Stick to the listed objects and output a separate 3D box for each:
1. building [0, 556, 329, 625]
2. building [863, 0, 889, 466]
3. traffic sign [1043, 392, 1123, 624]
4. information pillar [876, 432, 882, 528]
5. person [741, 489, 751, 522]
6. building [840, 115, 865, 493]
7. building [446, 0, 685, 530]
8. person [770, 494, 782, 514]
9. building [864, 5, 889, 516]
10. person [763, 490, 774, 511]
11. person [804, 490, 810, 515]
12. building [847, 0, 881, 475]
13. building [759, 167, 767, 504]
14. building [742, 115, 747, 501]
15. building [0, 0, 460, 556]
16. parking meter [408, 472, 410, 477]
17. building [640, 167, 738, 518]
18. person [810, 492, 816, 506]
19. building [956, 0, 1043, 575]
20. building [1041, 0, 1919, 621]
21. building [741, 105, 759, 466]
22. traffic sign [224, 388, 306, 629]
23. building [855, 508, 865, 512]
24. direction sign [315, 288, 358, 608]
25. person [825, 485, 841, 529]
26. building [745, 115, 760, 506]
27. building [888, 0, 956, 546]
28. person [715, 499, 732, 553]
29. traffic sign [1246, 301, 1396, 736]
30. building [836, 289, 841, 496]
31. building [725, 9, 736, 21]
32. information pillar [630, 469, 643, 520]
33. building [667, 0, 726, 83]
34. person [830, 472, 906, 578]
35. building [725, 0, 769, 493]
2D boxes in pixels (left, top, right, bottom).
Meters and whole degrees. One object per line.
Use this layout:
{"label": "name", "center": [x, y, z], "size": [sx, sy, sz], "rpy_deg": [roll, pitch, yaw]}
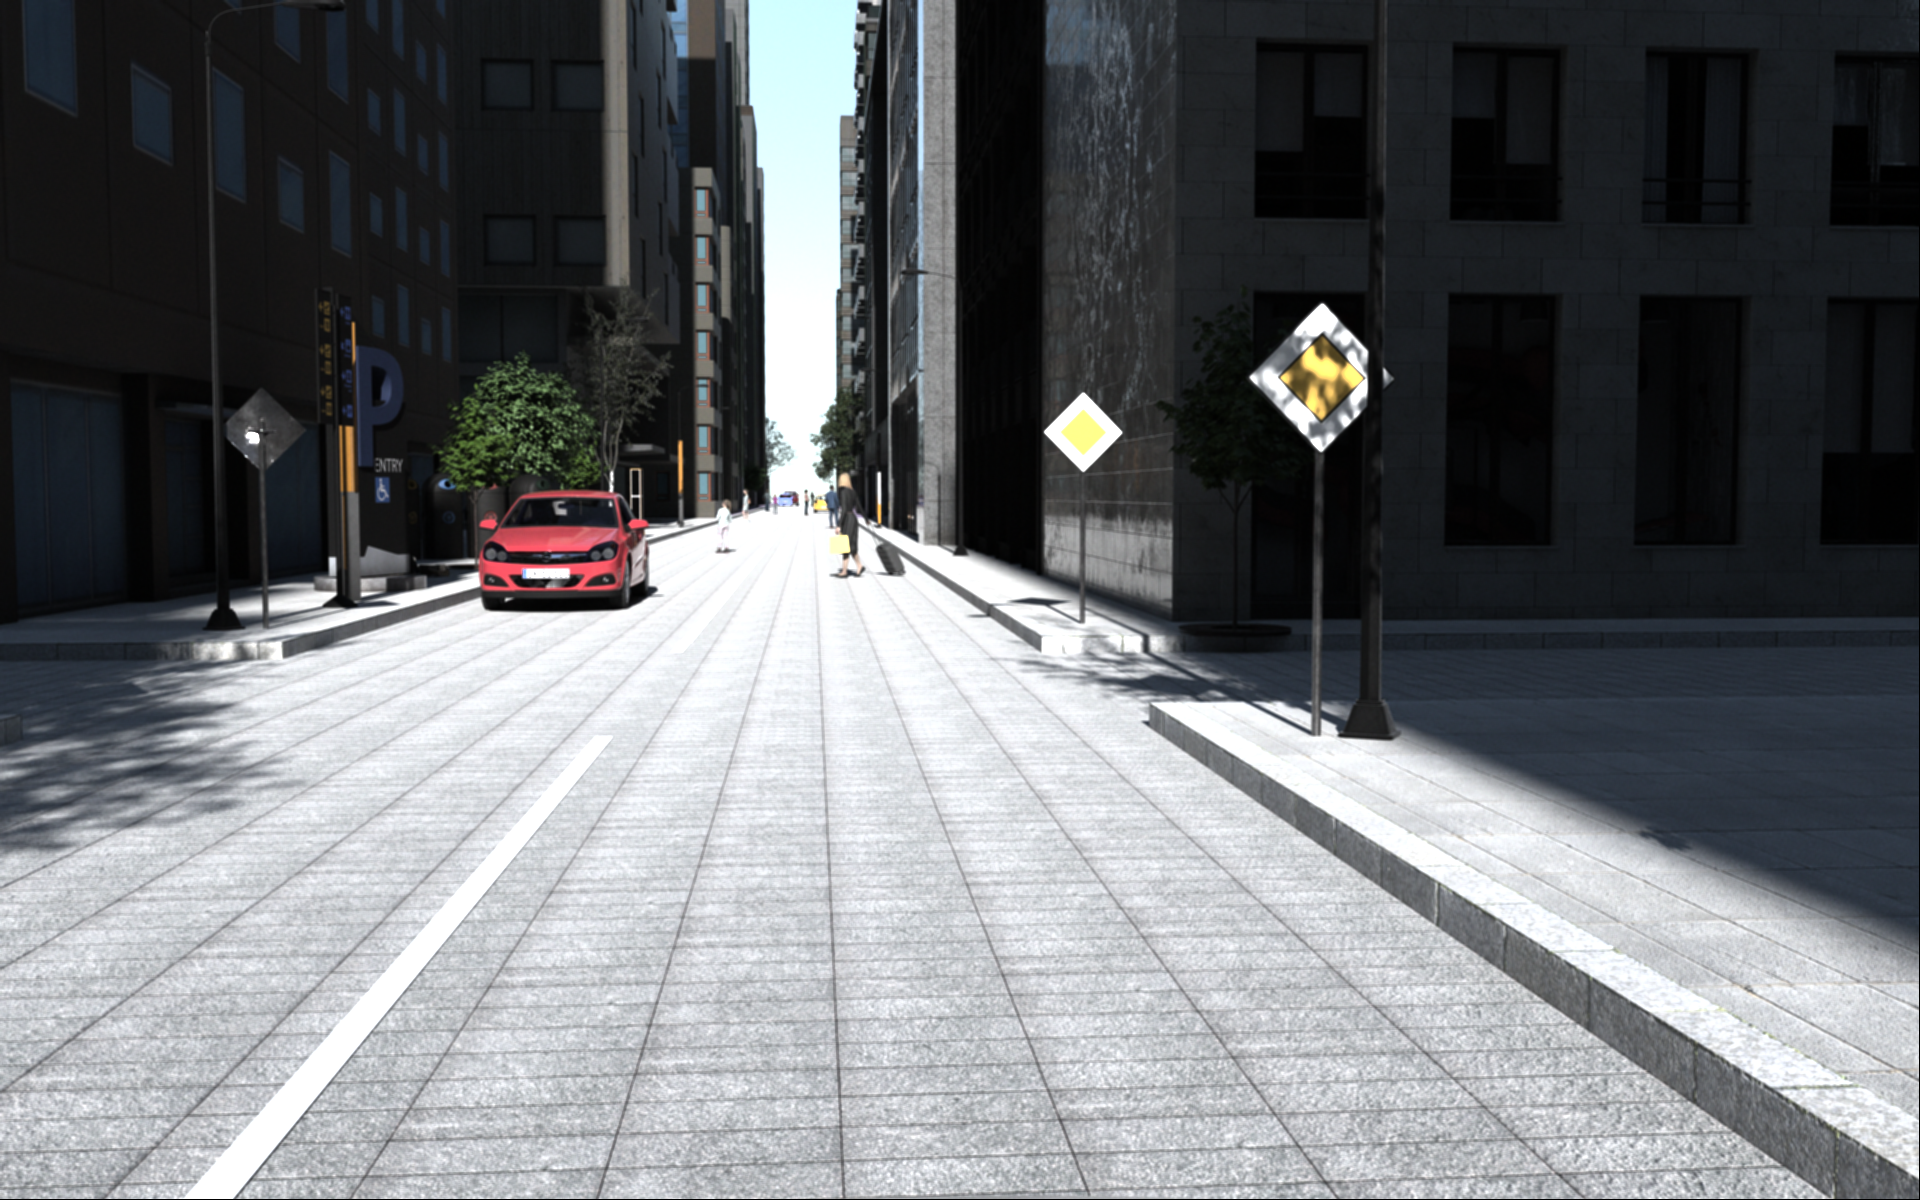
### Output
{"label": "building", "center": [-16.448, -22.690, 21.089], "size": [14.600, 45.320, 14.200], "rpy_deg": [0, 4, -5]}
{"label": "building", "center": [3.250, -15.816, 77.657], "size": [14.314, 24.678, 30.058], "rpy_deg": [0, 4, -5]}
{"label": "traffic sign", "center": [1.208, -0.822, 17.084], "size": [0.795, 2.450, 0.064], "rpy_deg": [0, 4, -5]}
{"label": "information pillar", "center": [-3.086, -4.539, 65.563], "size": [0.183, 3.616, 0.504], "rpy_deg": [-1, 4, -13]}
{"label": "person", "center": [-11.018, -4.868, 89.102], "size": [0.522, 1.701, 0.512], "rpy_deg": [-1, 4, -10]}
{"label": "building", "center": [-6.169, -31.012, 190.647], "size": [14.154, 41.232, 14.086], "rpy_deg": [0, 4, -5]}
{"label": "building", "center": [-26.188, -29.540, 72.214], "size": [28.713, 52.752, 27.495], "rpy_deg": [0, 4, -5]}
{"label": "person", "center": [-13.137, -6.834, 123.458], "size": [0.991, 1.433, 0.599], "rpy_deg": [-2, 4, -34]}
{"label": "building", "center": [1.046, -20.518, 107.172], "size": [14.160, 30.474, 14.107], "rpy_deg": [0, 4, -5]}
{"label": "person", "center": [-16.157, -8.369, 145.420], "size": [1.350, 1.814, 0.705], "rpy_deg": [3, 5, 42]}
{"label": "person", "center": [-10.242, -6.554, 116.360], "size": [0.721, 1.736, 1.217], "rpy_deg": [0, 4, 7]}
{"label": "building", "center": [1.968, -32.626, 153.039], "size": [23.786, 49.044, 30.456], "rpy_deg": [0, 4, -5]}
{"label": "building", "center": [-30.848, -32.193, 209.948], "size": [14.154, 41.232, 14.086], "rpy_deg": [0, 4, -5]}
{"label": "building", "center": [-26.841, -28.841, 155.149], "size": [14.154, 41.232, 14.086], "rpy_deg": [0, 4, -5]}
{"label": "building", "center": [-21.506, -24.087, 43.941], "size": [14.600, 45.320, 14.200], "rpy_deg": [0, 4, -5]}
{"label": "parking meter", "center": [-12.778, -2.077, 39.667], "size": [0.399, 1.863, 0.255], "rpy_deg": [0, 4, 4]}
{"label": "building", "center": [-28.115, -15.914, 105.230], "size": [27.650, 21.520, 28.899], "rpy_deg": [0, 4, -5]}
{"label": "person", "center": [-17.126, -11.775, 201.837], "size": [0.721, 1.723, 1.217], "rpy_deg": [-3, 4, -37]}
{"label": "building", "center": [6.689, -12.560, 35.036], "size": [12.332, 23.373, 15.834], "rpy_deg": [0, 4, -5]}
{"label": "building", "center": [10.071, -10.270, 22.663], "size": [16.860, 20.320, 10.420], "rpy_deg": [0, 4, -5]}
{"label": "building", "center": [-29.900, -33.344, 195.281], "size": [14.600, 45.320, 14.200], "rpy_deg": [0, 4, -5]}
{"label": "traffic sign", "center": [-6.610, -0.783, 16.440], "size": [0.795, 2.450, 0.064], "rpy_deg": [0, 4, -5]}
{"label": "building", "center": [8.560, -26.588, 126.597], "size": [32.217, 40.220, 23.993], "rpy_deg": [0, 4, -5]}
{"label": "direction sign", "center": [-7.045, -1.687, 19.581], "size": [0.379, 3.537, 0.876], "rpy_deg": [0, 4, 4]}
{"label": "person", "center": [-5.261, -3.867, 71.911], "size": [0.721, 1.800, 0.419], "rpy_deg": [1, 4, 18]}
{"label": "building", "center": [-28.690, -30.433, 181.169], "size": [14.154, 41.232, 14.086], "rpy_deg": [0, 4, -5]}
{"label": "building", "center": [4.248, -14.353, 52.700], "size": [12.078, 24.808, 19.932], "rpy_deg": [0, 4, -5]}
{"label": "person", "center": [-5.754, -1.787, 41.996], "size": [0.394, 1.301, 0.425], "rpy_deg": [2, 4, 35]}
{"label": "traffic sign", "center": [1.887, -0.335, 9.128], "size": [0.795, 2.450, 0.064], "rpy_deg": [0, 4, -5]}
{"label": "building", "center": [-10.427, -28.878, 243.850], "size": [14.160, 30.474, 14.107], "rpy_deg": [0, 4, -5]}
{"label": "building", "center": [-25.434, -27.986, 141.158], "size": [14.154, 41.232, 14.086], "rpy_deg": [0, 4, -5]}
{"label": "information pillar", "center": [-9.380, -2.800, 50.270], "size": [0.304, 2.012, 0.304], "rpy_deg": [0, 4, 2]}
{"label": "building", "center": [-24.325, -29.132, 126.413], "size": [14.600, 45.320, 14.200], "rpy_deg": [0, 4, -5]}
{"label": "person", "center": [-1.614, -1.295, 29.892], "size": [1.509, 1.804, 0.699], "rpy_deg": [-2, 4, -32]}
{"label": "building", "center": [-35.516, -48.181, 226.015], "size": [20.563, 71.187, 20.611], "rpy_deg": [0, 4, -5]}
